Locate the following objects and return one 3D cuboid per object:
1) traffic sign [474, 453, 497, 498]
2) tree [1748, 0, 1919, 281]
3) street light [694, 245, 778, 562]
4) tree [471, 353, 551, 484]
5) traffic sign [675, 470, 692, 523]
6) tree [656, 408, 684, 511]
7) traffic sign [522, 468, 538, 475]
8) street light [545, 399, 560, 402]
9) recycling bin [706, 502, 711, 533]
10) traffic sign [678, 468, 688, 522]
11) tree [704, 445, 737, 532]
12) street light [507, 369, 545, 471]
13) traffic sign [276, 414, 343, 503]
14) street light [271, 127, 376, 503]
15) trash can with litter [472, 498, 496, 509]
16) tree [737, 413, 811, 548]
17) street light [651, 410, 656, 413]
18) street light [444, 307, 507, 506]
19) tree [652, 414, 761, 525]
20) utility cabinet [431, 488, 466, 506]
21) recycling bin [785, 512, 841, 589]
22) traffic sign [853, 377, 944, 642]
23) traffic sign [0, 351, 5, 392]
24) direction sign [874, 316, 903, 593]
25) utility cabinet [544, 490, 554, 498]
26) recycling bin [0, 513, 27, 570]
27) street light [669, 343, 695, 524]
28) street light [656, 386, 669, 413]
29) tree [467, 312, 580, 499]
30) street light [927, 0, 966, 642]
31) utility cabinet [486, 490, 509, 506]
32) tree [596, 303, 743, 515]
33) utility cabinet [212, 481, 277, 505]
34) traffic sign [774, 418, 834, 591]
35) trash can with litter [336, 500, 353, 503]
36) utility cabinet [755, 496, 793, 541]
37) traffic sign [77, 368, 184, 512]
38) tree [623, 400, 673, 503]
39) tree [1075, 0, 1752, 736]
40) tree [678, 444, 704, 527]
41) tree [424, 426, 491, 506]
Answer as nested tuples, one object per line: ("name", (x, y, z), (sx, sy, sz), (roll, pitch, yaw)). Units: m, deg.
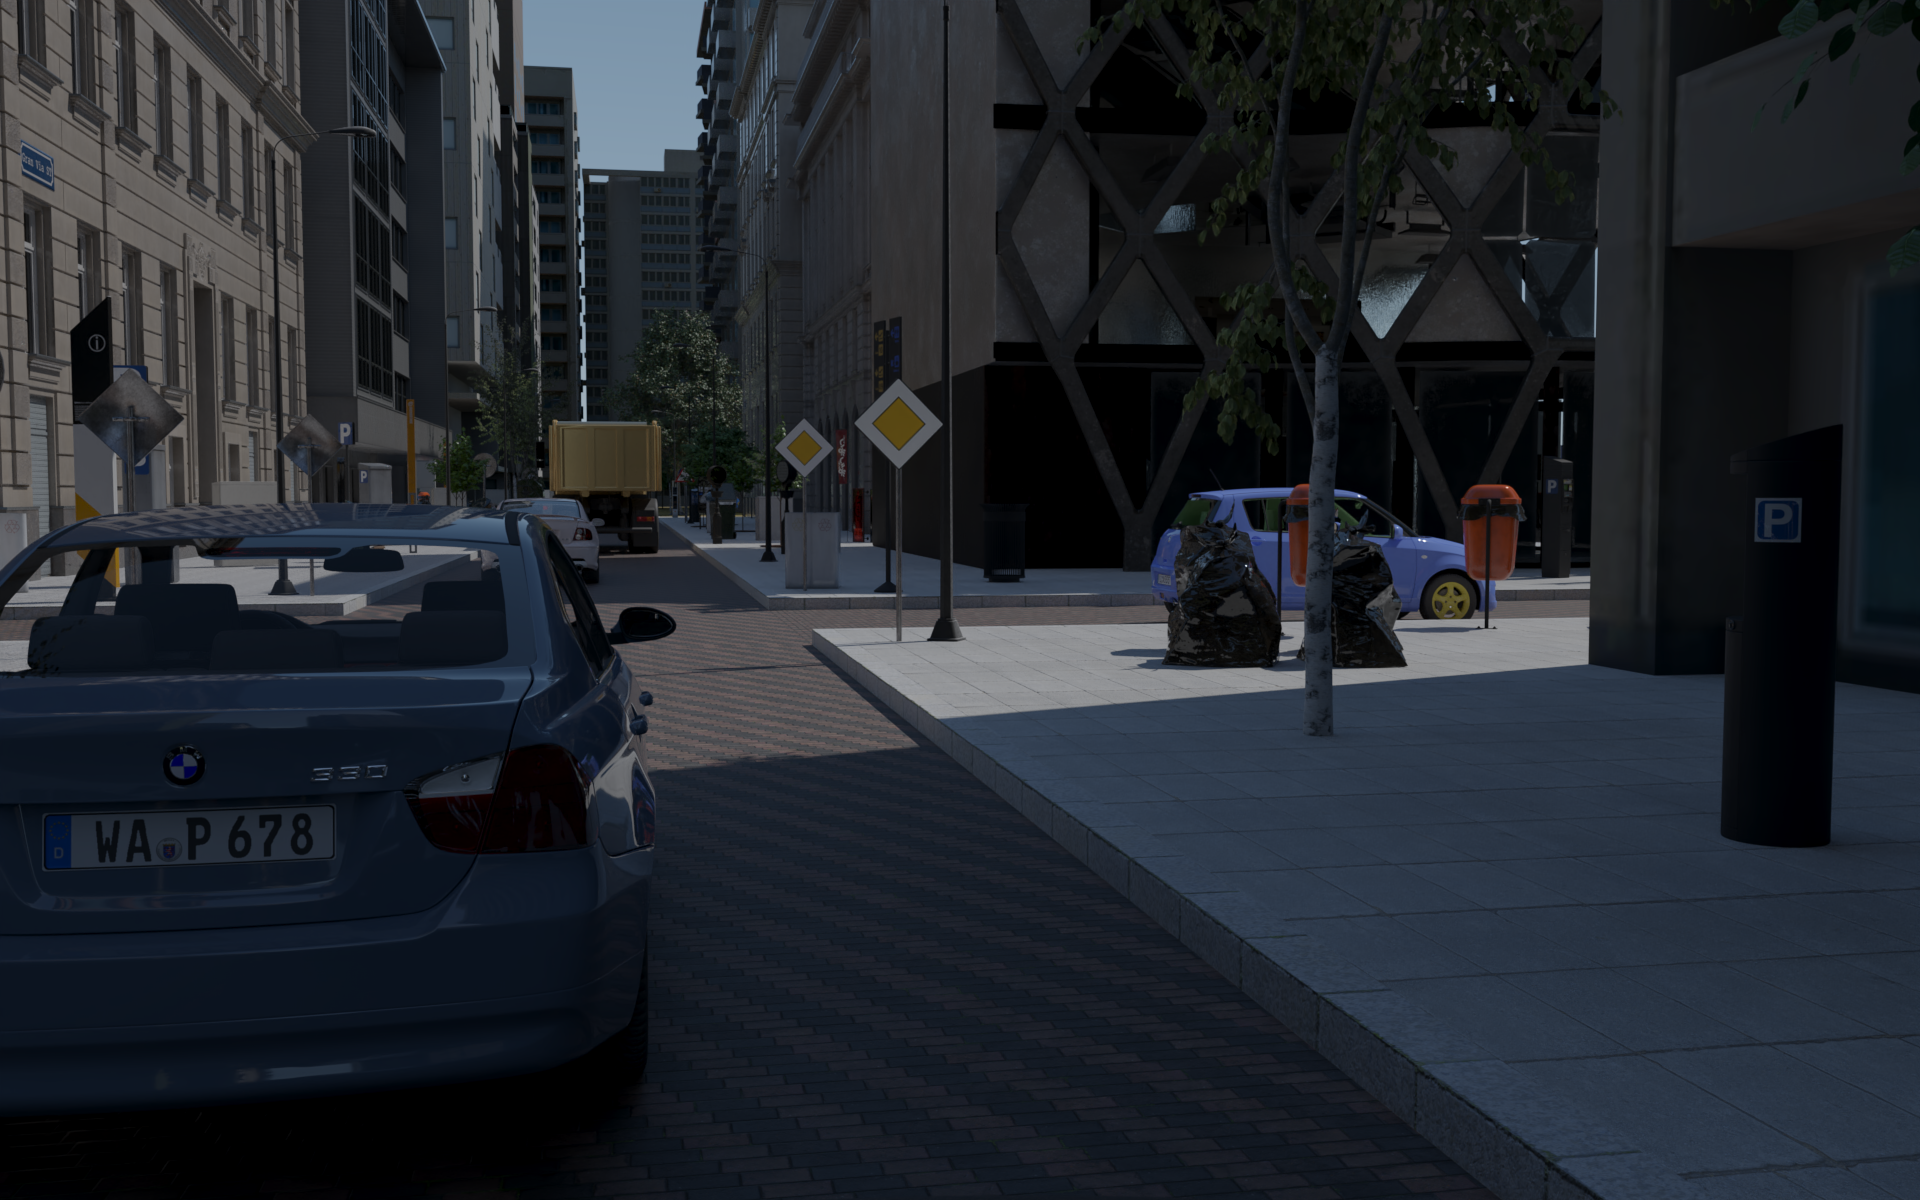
("traffic sign", (-14.745, -3.277, 53.691), (0.768, 2.556, 0.104), (0, 4, -2))
("tree", (3.193, -1.200, 3.329), (4.285, 4.588, 4.351), (0, 3, 0))
("street light", (-4.168, -3.674, 32.616), (1.470, 5.913, 1.316), (-1, 4, -11))
("tree", (-22.859, -8.508, 89.462), (4.737, 8.622, 4.395), (0, 3, 0))
("traffic sign", (-12.179, -4.693, 76.727), (0.884, 2.594, 0.081), (0, 4, -1))
("tree", (-21.495, -10.887, 128.366), (4.360, 8.622, 3.978), (0, 3, 0))
("traffic sign", (-20.828, -5.127, 83.935), (0.768, 2.556, 0.104), (0, 4, -6))
("street light", (-20.231, -6.874, 84.928), (1.470, 5.913, 1.316), (-1, 4, -11))
("recycling bin", (-7.893, -2.723, 57.070), (0.722, 1.027, 0.722), (1, 4, 14))
("traffic sign", (-12.721, -4.921, 80.570), (0.768, 2.556, 0.104), (0, 4, -7))
("tree", (-7.446, -3.923, 58.739), (1.663, 3.219, 1.824), (0, 3, 0))
("street light", (-16.287, -5.603, 64.143), (1.470, 5.913, 1.316), (-1, 4, -11))
("traffic sign", (-8.138, -1.105, 21.709), (0.795, 2.450, 0.064), (-1, 4, -11))
("street light", (-8.077, -3.023, 21.963), (1.470, 5.913, 1.316), (-1, 4, -11))
("trash can with litter", (-14.696, -2.542, 52.948), (0.624, 1.170, 1.055), (1, 4, 15))
("tree", (-4.263, -2.876, 41.623), (1.663, 3.219, 1.824), (0, 3, 0))
("street light", (-16.441, -7.576, 96.407), (1.470, 5.913, 1.316), (-1, 4, -11))
("street light", (-12.165, -4.308, 42.984), (1.470, 5.913, 1.316), (-1, 4, -11))
("tree", (-9.818, -5.351, 71.199), (4.285, 4.588, 4.351), (0, 3, 0))
("utility cabinet", (-18.329, -3.268, 62.103), (1.173, 1.500, 0.318), (-2, 4, -35))
("recycling bin", (-2.013, -0.686, 23.766), (0.722, 1.027, 0.722), (0, 4, -1))
("traffic sign", (-0.534, -0.696, 15.022), (0.795, 2.450, 0.064), (-1, 4, -11))
("traffic sign", (-7.216, -0.750, 12.368), (0.768, 2.556, 0.104), (0, 4, -6))
("direction sign", (-0.938, -1.868, 22.546), (0.379, 3.537, 0.876), (-2, 4, -25))
("utility cabinet", (-22.241, -5.201, 93.710), (0.318, 1.500, 1.173), (-2, 4, -32))
("recycling bin", (-12.598, -0.609, 22.519), (0.722, 1.027, 0.722), (-3, 5, -40))
("street light", (-8.154, -4.959, 53.621), (1.470, 5.913, 1.316), (-1, 4, -11))
("street light", (-12.203, -6.250, 74.723), (1.470, 5.913, 1.316), (-1, 4, -11))
("tree", (-18.011, -7.367, 70.807), (4.360, 8.622, 3.978), (0, 3, 0))
("street light", (-0.651, -2.592, 14.922), (1.470, 5.913, 1.316), (-1, 4, -11))
("utility cabinet", (-22.785, -4.673, 85.077), (1.173, 1.500, 0.318), (-3, 4, -36))
("tree", (-16.974, -11.433, 103.945), (9.611, 12.733, 9.660), (0, 3, 0))
("utility cabinet", (-12.615, -1.347, 30.704), (0.318, 1.500, 1.173), (3, 5, 39))
("traffic sign", (-2.052, -1.176, 22.862), (0.795, 2.450, 0.064), (-1, 4, -11))
("trash can with litter", (-11.427, -1.322, 33.010), (0.624, 1.170, 1.055), (2, 4, 34))
("utility cabinet", (-5.149, -2.253, 47.992), (1.020, 1.237, 0.306), (-2, 4, -26))
("traffic sign", (-6.619, -0.625, 13.869), (0.795, 2.450, 0.064), (-1, 4, -11))
("tree", (-27.610, -13.521, 155.483), (7.601, 10.594, 8.767), (-1, 4, -19))
("tree", (2.107, -3.594, 9.122), (4.737, 8.622, 4.395), (0, 3, 0))
("tree", (-10.053, -4.422, 66.903), (1.663, 3.219, 1.824), (0, 3, 0))
("tree", (-14.109, -3.353, 49.420), (1.663, 3.219, 1.824), (0, 3, 0))
